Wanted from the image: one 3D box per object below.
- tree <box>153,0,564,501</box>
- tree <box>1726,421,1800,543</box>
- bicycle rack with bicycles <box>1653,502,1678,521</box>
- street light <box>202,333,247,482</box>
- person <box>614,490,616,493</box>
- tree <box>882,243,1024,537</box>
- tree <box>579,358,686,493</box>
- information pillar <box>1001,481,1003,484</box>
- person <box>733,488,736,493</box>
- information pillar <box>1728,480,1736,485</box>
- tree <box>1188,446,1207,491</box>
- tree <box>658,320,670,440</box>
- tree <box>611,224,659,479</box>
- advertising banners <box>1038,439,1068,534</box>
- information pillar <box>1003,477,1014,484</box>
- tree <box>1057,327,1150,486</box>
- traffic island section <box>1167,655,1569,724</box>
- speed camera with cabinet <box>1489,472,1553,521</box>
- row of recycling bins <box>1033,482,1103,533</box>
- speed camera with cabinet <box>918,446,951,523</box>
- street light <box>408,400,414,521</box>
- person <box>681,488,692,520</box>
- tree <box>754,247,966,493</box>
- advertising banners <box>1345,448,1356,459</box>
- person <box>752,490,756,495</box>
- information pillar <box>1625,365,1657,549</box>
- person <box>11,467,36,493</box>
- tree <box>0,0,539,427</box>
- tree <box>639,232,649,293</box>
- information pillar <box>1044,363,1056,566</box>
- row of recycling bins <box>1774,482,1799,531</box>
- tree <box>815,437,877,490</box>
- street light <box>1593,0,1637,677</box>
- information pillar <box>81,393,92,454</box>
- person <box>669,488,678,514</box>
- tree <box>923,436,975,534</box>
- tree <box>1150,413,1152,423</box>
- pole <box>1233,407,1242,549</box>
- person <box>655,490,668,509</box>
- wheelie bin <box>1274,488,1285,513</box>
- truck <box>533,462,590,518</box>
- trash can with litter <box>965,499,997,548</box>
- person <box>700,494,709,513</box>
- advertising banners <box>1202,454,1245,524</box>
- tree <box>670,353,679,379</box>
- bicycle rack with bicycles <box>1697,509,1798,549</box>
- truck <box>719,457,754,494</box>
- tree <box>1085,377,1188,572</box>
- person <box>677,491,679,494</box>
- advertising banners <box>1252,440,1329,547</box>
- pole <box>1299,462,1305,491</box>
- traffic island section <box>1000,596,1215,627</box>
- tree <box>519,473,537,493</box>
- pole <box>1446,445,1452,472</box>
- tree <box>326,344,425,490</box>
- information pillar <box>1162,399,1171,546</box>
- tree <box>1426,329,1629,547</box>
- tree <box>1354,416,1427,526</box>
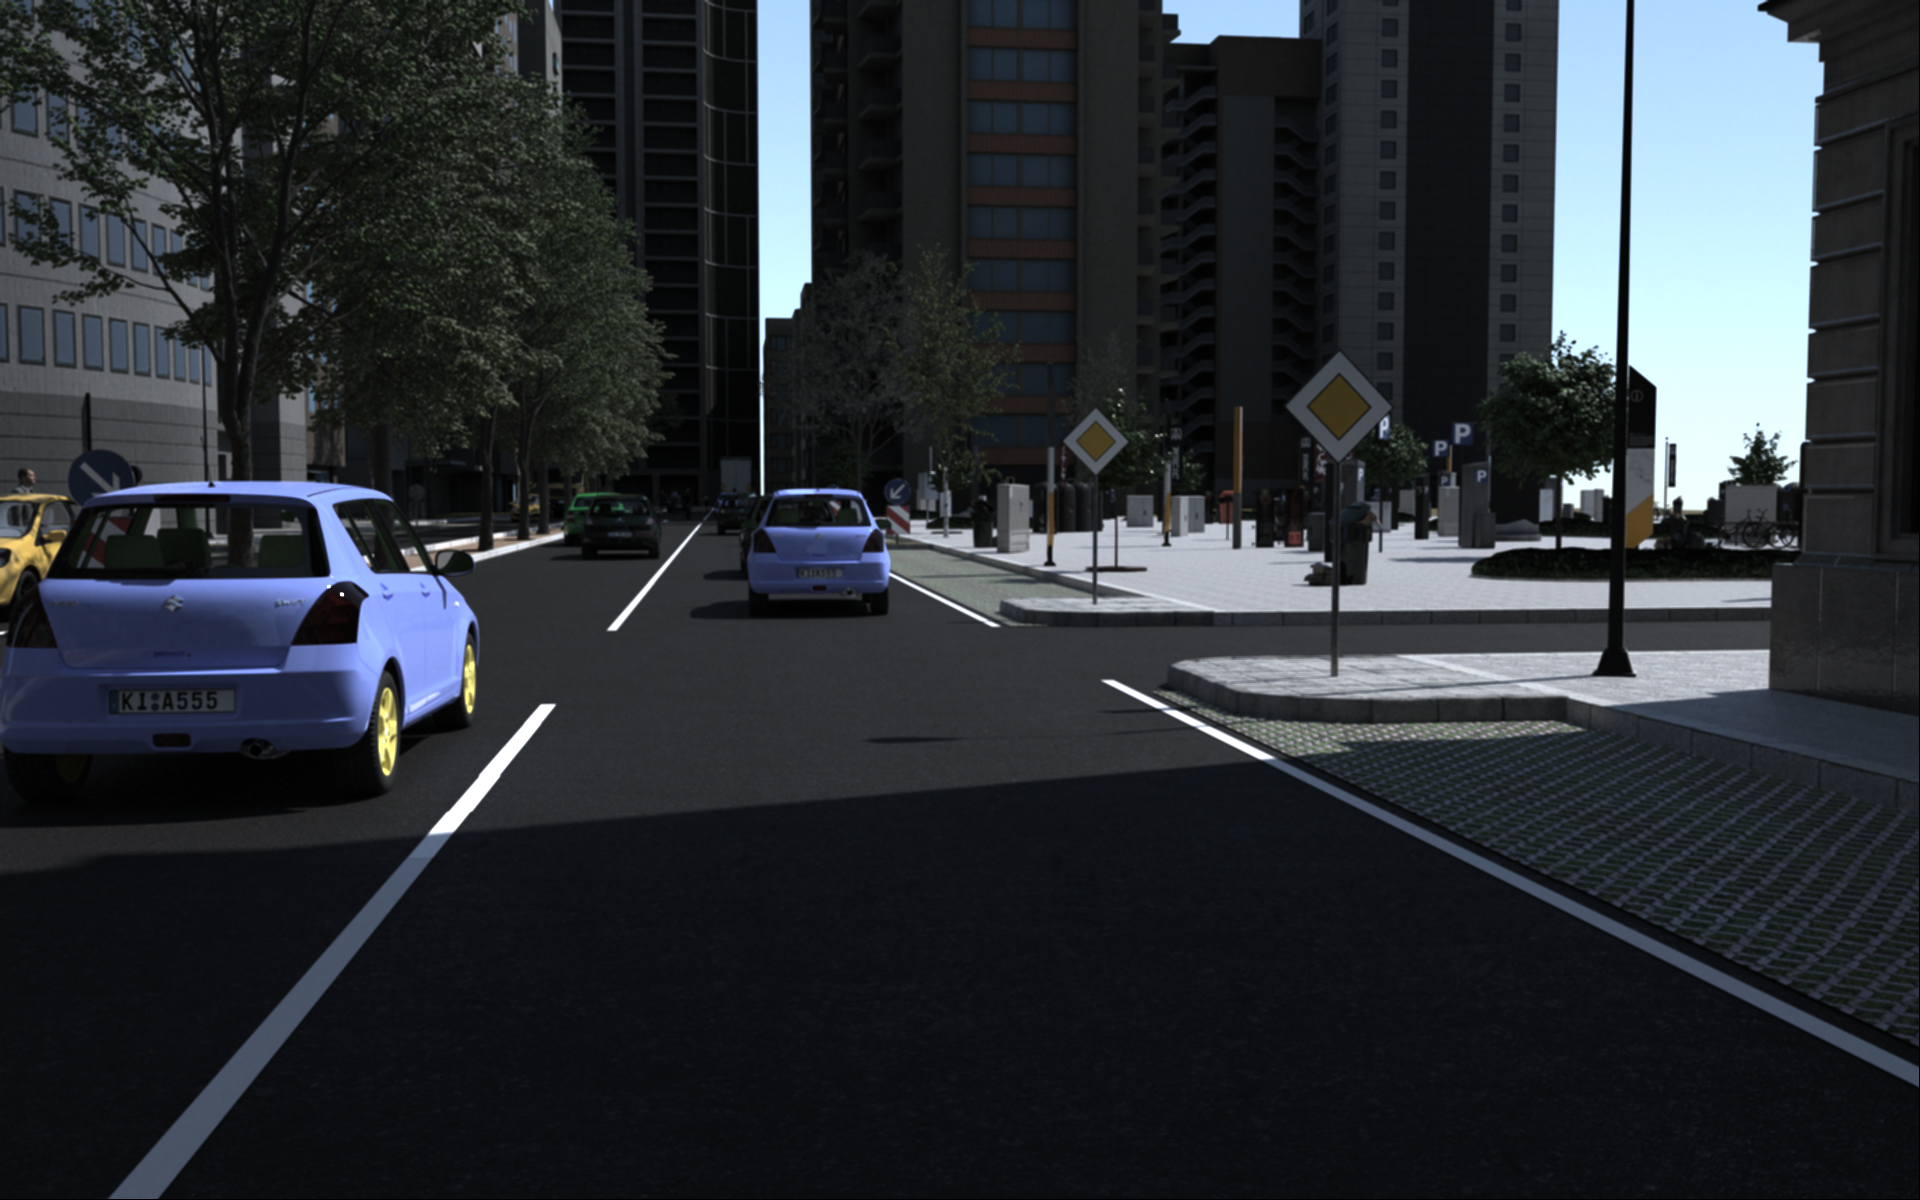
[{"bbox_3d":[-10.655,-6.790,31.606,7.486,12.596,7.792,0,3,0],"label":"tree"},{"bbox_3d":[21.281,-3.160,46.263,1.663,3.219,1.824,0,3,0],"label":"tree"},{"bbox_3d":[33.060,-4.287,83.479,2.925,0.926,2.852,1,4,13],"label":"bicycle rack with bicycles"},{"bbox_3d":[-21.125,-4.724,49.773,1.470,5.913,1.316,0,4,-8],"label":"street light"},{"bbox_3d":[-29.865,-8.621,149.471,0.705,1.822,1.348,0,4,-7],"label":"person"},{"bbox_3d":[-0.356,-6.141,50.765,4.737,8.622,4.395,0,3,0],"label":"tree"},{"bbox_3d":[-17.660,-9.060,85.004,8.767,10.594,7.601,0,4,-8],"label":"tree"},{"bbox_3d":[2.467,-5.512,94.619,0.304,2.012,0.304,-3,5,-42],"label":"information pillar"},{"bbox_3d":[-15.061,-6.570,115.859,1.348,1.831,0.705,-3,5,-39],"label":"person"},{"bbox_3d":[40.505,-5.287,90.937,0.304,2.012,0.304,0,4,-8],"label":"information pillar"},{"bbox_3d":[7.542,-3.958,59.317,1.663,3.219,1.824,0,3,0],"label":"tree"},{"bbox_3d":[-15.807,-9.086,69.136,7.486,12.596,7.792,0,3,0],"label":"tree"},{"bbox_3d":[-14.962,-8.625,61.610,7.486,12.596,7.792,0,3,0],"label":"tree"},{"bbox_3d":[2.986,-3.630,55.541,0.090,3.025,2.074,-1,4,-23],"label":"advertising banners"},{"bbox_3d":[2.162,-4.317,75.078,0.304,2.012,0.304,-1,4,-12],"label":"information pillar"},{"bbox_3d":[6.251,-7.737,76.870,4.360,8.622,3.978,0,3,0],"label":"tree"},{"bbox_3d":[2.654,0.616,12.204,2.009,0.180,2.903,0,4,-8],"label":"traffic island section"},{"bbox_3d":[18.491,-3.843,57.175,2.038,3.252,0.660,0,4,-5],"label":"speed camera with cabinet"},{"bbox_3d":[3.713,-3.148,58.587,1.069,1.692,3.534,3,4,38],"label":"row of recycling bins"},{"bbox_3d":[-0.748,-4.781,72.511,2.038,3.252,0.660,-2,4,-33],"label":"speed camera with cabinet"},{"bbox_3d":[-25.416,-6.677,81.704,1.470,5.913,1.316,0,4,-8],"label":"street light"},{"bbox_3d":[-15.378,-5.402,97.338,0.721,1.766,1.217,-3,4,-36],"label":"person"},{"bbox_3d":[-4.889,-10.697,85.263,12.009,13.543,11.850,0,3,0],"label":"tree"},{"bbox_3d":[13.286,-4.068,62.694,2.074,3.025,0.090,0,4,5],"label":"advertising banners"},{"bbox_3d":[-20.447,-9.917,170.724,1.350,1.814,0.705,-2,4,-35],"label":"person"},{"bbox_3d":[12.342,-2.452,31.446,0.504,3.616,0.183,1,4,12],"label":"information pillar"},{"bbox_3d":[-13.227,-0.979,24.612,0.767,1.812,0.694,-1,4,-11],"label":"person"},{"bbox_3d":[-9.347,-5.757,22.342,9.928,11.665,9.643,0,3,0],"label":"tree"},{"bbox_3d":[-11.690,-7.004,42.735,9.928,11.665,9.643,0,3,0],"label":"tree"},{"bbox_3d":[1.609,-2.411,30.778,0.183,3.616,0.504,0,4,-2],"label":"information pillar"},{"bbox_3d":[29.027,-3.214,59.669,1.069,1.692,3.534,-1,4,-19],"label":"row of recycling bins"},{"bbox_3d":[-6.298,-6.908,96.664,4.285,4.588,4.351,0,3,0],"label":"tree"},{"bbox_3d":[4.115,-2.417,12.058,1.470,5.913,1.316,0,4,-8],"label":"street light"},{"bbox_3d":[-20.242,-2.987,40.198,0.183,3.616,0.504,-3,5,-40],"label":"information pillar"},{"bbox_3d":[-20.408,-7.021,123.163,0.709,1.838,0.599,2,4,30],"label":"person"},{"bbox_3d":[-0.529,-3.777,56.363,1.663,3.219,1.824,0,3,0],"label":"tree"},{"bbox_3d":[8.098,-8.828,94.692,4.360,8.622,3.978,0,3,0],"label":"tree"},{"bbox_3d":[6.482,-2.850,40.444,0.158,3.312,0.155,0,3,0],"label":"pole"},{"bbox_3d":[-28.901,-9.743,167.814,1.348,1.821,0.705,1,4,10],"label":"person"},{"bbox_3d":[16.746,-5.053,90.519,0.693,1.594,0.980,-2,4,-35],"label":"wheelie bin"},{"bbox_3d":[-24.090,-6.780,106.770,3.469,3.379,9.791,0,4,-7],"label":"truck"},{"bbox_3d":[0.682,-1.853,41.683,0.624,1.170,1.055,3,5,44],"label":"trash can with litter"},{"bbox_3d":[-19.028,-7.185,129.158,0.628,1.438,0.799,0,4,-5],"label":"person"},{"bbox_3d":[11.383,-4.809,74.816,2.074,3.025,0.090,-1,4,-20],"label":"advertising banners"},{"bbox_3d":[-16.377,-9.548,76.700,7.486,12.596,7.792,0,3,0],"label":"tree"},{"bbox_3d":[19.373,-1.704,41.241,2.925,0.926,2.852,3,4,37],"label":"bicycle rack with bicycles"},{"bbox_3d":[-17.539,-8.990,135.901,2.839,4.237,11.283,0,4,-7],"label":"truck"},{"bbox_3d":[2.577,-2.092,28.805,1.663,3.219,1.824,0,3,0],"label":"tree"},{"bbox_3d":[-26.227,-9.266,160.722,1.217,1.743,0.721,-2,4,-25],"label":"person"},{"bbox_3d":[8.053,-2.791,41.817,2.074,3.025,0.090,-1,4,-13],"label":"advertising banners"},{"bbox_3d":[13.018,-4.408,65.915,0.158,3.312,0.155,0,3,0],"label":"pole"},{"bbox_3d":[1.584,0.132,20.117,2.009,0.180,2.903,0,4,-8],"label":"traffic island section"},{"bbox_3d":[-34.488,-8.756,137.767,1.663,3.219,1.824,0,3,0],"label":"tree"},{"bbox_3d":[20.305,-4.778,71.966,0.158,3.312,0.155,0,3,0],"label":"pole"},{"bbox_3d":[-25.247,-7.629,75.094,4.360,8.622,3.978,0,3,0],"label":"tree"},{"bbox_3d":[5.093,-3.128,42.492,0.183,3.616,0.504,0,4,-2],"label":"information pillar"},{"bbox_3d":[11.982,-3.115,34.649,4.285,4.588,4.351,0,3,0],"label":"tree"},{"bbox_3d":[17.454,-5.331,70.883,4.285,4.588,4.351,0,3,0],"label":"tree"}]
